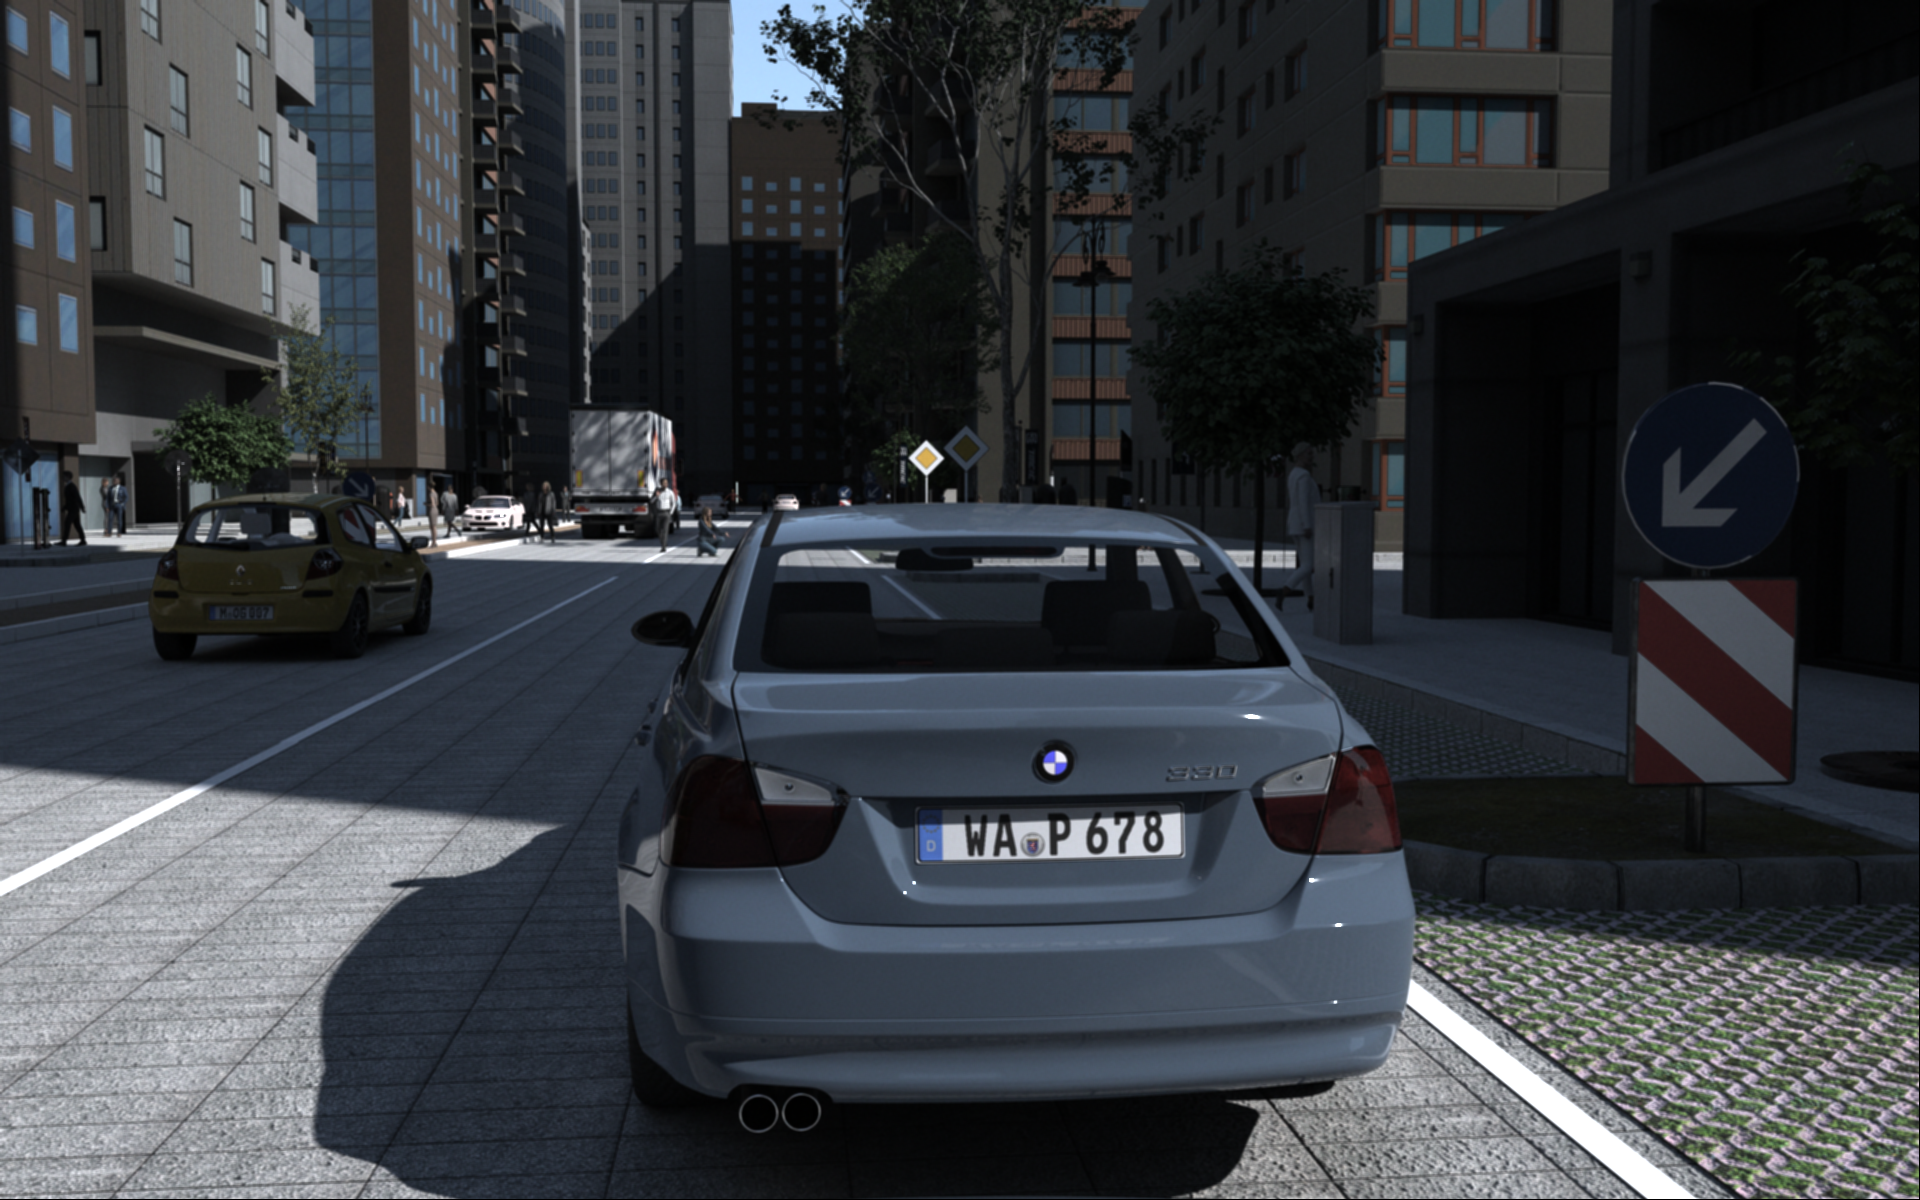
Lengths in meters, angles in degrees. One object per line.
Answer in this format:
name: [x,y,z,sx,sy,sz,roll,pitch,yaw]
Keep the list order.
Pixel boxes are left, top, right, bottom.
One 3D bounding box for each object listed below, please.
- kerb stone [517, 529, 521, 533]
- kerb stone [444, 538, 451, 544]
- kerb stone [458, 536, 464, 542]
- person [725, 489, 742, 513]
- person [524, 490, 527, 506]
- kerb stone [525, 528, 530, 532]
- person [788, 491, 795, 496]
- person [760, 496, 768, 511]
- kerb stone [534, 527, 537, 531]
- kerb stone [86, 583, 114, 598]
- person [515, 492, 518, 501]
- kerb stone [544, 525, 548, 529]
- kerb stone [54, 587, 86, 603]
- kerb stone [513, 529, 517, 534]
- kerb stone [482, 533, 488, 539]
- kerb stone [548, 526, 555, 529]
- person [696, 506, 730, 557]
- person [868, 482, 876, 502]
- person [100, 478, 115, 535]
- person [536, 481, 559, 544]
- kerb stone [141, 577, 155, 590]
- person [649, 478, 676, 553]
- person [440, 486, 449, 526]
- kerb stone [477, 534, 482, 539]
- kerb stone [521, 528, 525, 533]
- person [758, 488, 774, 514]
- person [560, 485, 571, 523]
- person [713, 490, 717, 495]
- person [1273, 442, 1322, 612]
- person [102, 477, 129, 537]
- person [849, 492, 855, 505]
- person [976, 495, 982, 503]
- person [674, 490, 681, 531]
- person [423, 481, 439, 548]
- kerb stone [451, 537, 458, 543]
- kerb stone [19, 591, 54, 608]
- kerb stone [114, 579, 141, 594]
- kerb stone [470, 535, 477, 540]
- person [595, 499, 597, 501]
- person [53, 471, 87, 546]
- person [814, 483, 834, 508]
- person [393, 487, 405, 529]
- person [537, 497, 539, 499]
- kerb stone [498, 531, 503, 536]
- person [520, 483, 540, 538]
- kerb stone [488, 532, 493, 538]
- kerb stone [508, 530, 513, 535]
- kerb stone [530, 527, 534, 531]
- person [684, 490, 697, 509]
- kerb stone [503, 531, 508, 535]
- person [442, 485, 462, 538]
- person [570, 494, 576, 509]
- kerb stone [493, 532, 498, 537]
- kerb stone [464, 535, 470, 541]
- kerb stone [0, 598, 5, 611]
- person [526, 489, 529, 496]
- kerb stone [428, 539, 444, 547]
kerb stone: [-16.055,-2.463,62.467,0.120,0.150,1.000,0,4,-6]
kerb stone: [-14.673,-1.649,49.152,0.120,0.150,1.000,0,4,-6]
kerb stone: [-14.879,-1.774,51.208,0.120,0.150,1.000,0,4,-6]
person: [-16.799,-7.313,128.023,1.348,1.831,0.705,-1,4,-19]
person: [-30.297,-7.013,121.381,0.551,1.740,0.621,-1,4,-20]
kerb stone: [-16.257,-2.588,64.504,0.120,0.150,1.000,0,4,-6]
person: [-14.319,-8.449,147.446,0.445,1.727,0.742,2,4,26]
person: [-17.003,-8.620,150.374,0.756,1.711,0.436,-1,4,-13]
kerb stone: [-16.480,-2.710,66.545,0.120,0.150,1.000,0,4,-6]
kerb stone: [-12.077,-0.118,24.118,0.120,0.150,1.000,0,4,-6]
person: [-30.759,-6.771,120.015,0.557,1.426,1.065,0,4,-7]
kerb stone: [-16.787,-2.895,69.601,0.120,0.150,1.000,0,4,-6]
kerb stone: [-11.962,-0.055,23.099,0.120,0.150,1.000,0,4,-6]
kerb stone: [-15.941,-2.393,61.445,0.120,0.150,1.000,0,4,-6]
kerb stone: [-15.314,-2.025,55.304,0.120,0.150,1.000,0,4,-6]
kerb stone: [-17.003,-3.024,71.644,0.120,0.150,1.000,0,4,-6]
person: [-5.615,-1.561,39.520,0.738,1.151,1.012,2,4,25]
person: [-3.422,-3.702,68.383,0.474,1.900,0.648,-3,4,-38]
person: [-26.697,-2.939,54.372,0.520,1.790,0.573,2,4,31]
person: [-11.845,-2.522,49.915,0.709,1.800,0.728,1,4,15]
kerb stone: [-12.280,-0.242,26.157,0.120,0.150,1.000,0,4,-6]
person: [-7.339,-2.083,42.665,0.679,1.850,0.850,0,4,4]
person: [-23.108,-4.256,78.180,0.391,1.810,0.635,3,4,37]
kerb stone: [-15.201,-1.956,54.288,0.120,0.150,1.000,0,4,-6]
kerb stone: [-16.161,-2.523,63.486,0.120,0.150,1.000,0,4,-6]
person: [-13.632,-6.884,121.061,1.348,1.823,0.705,-3,5,-41]
person: [-19.078,-4.636,84.106,0.447,1.846,0.655,3,5,40]
person: [-16.690,-6.616,117.463,0.721,1.735,1.217,-3,5,-43]
person: [3.648,-0.779,18.658,0.818,1.842,0.514,-2,4,-29]
person: [-25.274,-2.789,51.832,0.721,1.800,0.419,-1,4,-14]
person: [-7.536,-6.801,120.495,0.557,1.426,1.065,-1,4,-22]
person: [0.869,-4.116,78.016,0.362,1.253,0.373,3,5,42]
person: [-11.074,-3.515,67.785,0.330,1.601,0.589,1,4,10]
person: [-13.911,-2.246,45.562,0.374,1.781,0.599,0,4,-4]
kerb stone: [-14.773,-1.710,50.186,0.120,0.150,1.000,0,4,-6]
kerb stone: [-11.858,0.011,22.075,0.120,0.150,1.000,0,4,-6]
kerb stone: [-12.174,-0.180,25.135,0.120,0.150,1.000,0,4,-6]
kerb stone: [-15.093,-1.900,53.255,0.120,0.150,1.000,0,4,-6]
person: [-26.695,-7.254,127.657,0.434,1.755,0.990,0,4,-7]
person: [-21.908,-2.249,42.594,0.755,1.850,0.659,-2,4,-28]
person: [-4.389,-3.057,58.694,0.699,1.804,1.509,-3,5,-40]
person: [-23.035,-3.781,70.985,0.598,1.740,0.731,-2,4,-30]
person: [-31.959,-7.796,133.442,0.705,1.831,1.348,3,5,43]
kerb stone: [-15.626,-2.213,58.383,0.120,0.150,1.000,0,4,-6]
person: [-13.964,-2.919,56.414,0.728,1.800,0.709,-1,4,-12]
kerb stone: [-15.412,-2.082,56.331,0.120,0.150,1.000,0,4,-6]
kerb stone: [-15.838,-2.337,60.419,0.120,0.150,1.000,0,4,-6]
kerb stone: [-16.361,-2.650,65.523,0.120,0.150,1.000,0,4,-6]
person: [-26.580,-9.946,171.087,1.348,1.831,0.705,0,4,-4]
kerb stone: [-15.734,-2.270,59.399,0.120,0.150,1.000,0,4,-6]
person: [-16.461,-2.866,56.115,0.760,1.731,0.466,1,4,15]
person: [-33.042,-8.637,148.190,0.756,1.711,0.436,-1,4,-21]
kerb stone: [-15.519,-2.151,57.356,0.120,0.150,1.000,0,4,-6]
kerb stone: [-14.995,-1.837,52.232,0.120,0.150,1.000,0,4,-6]
kerb stone: [-11.756,0.072,21.057,0.120,0.150,1.000,0,4,-6]
person: [-29.554,-6.863,119.036,0.721,1.735,1.217,0,4,-1]
kerb stone: [-14.566,-1.587,48.135,0.120,0.150,1.000,0,4,-6]
